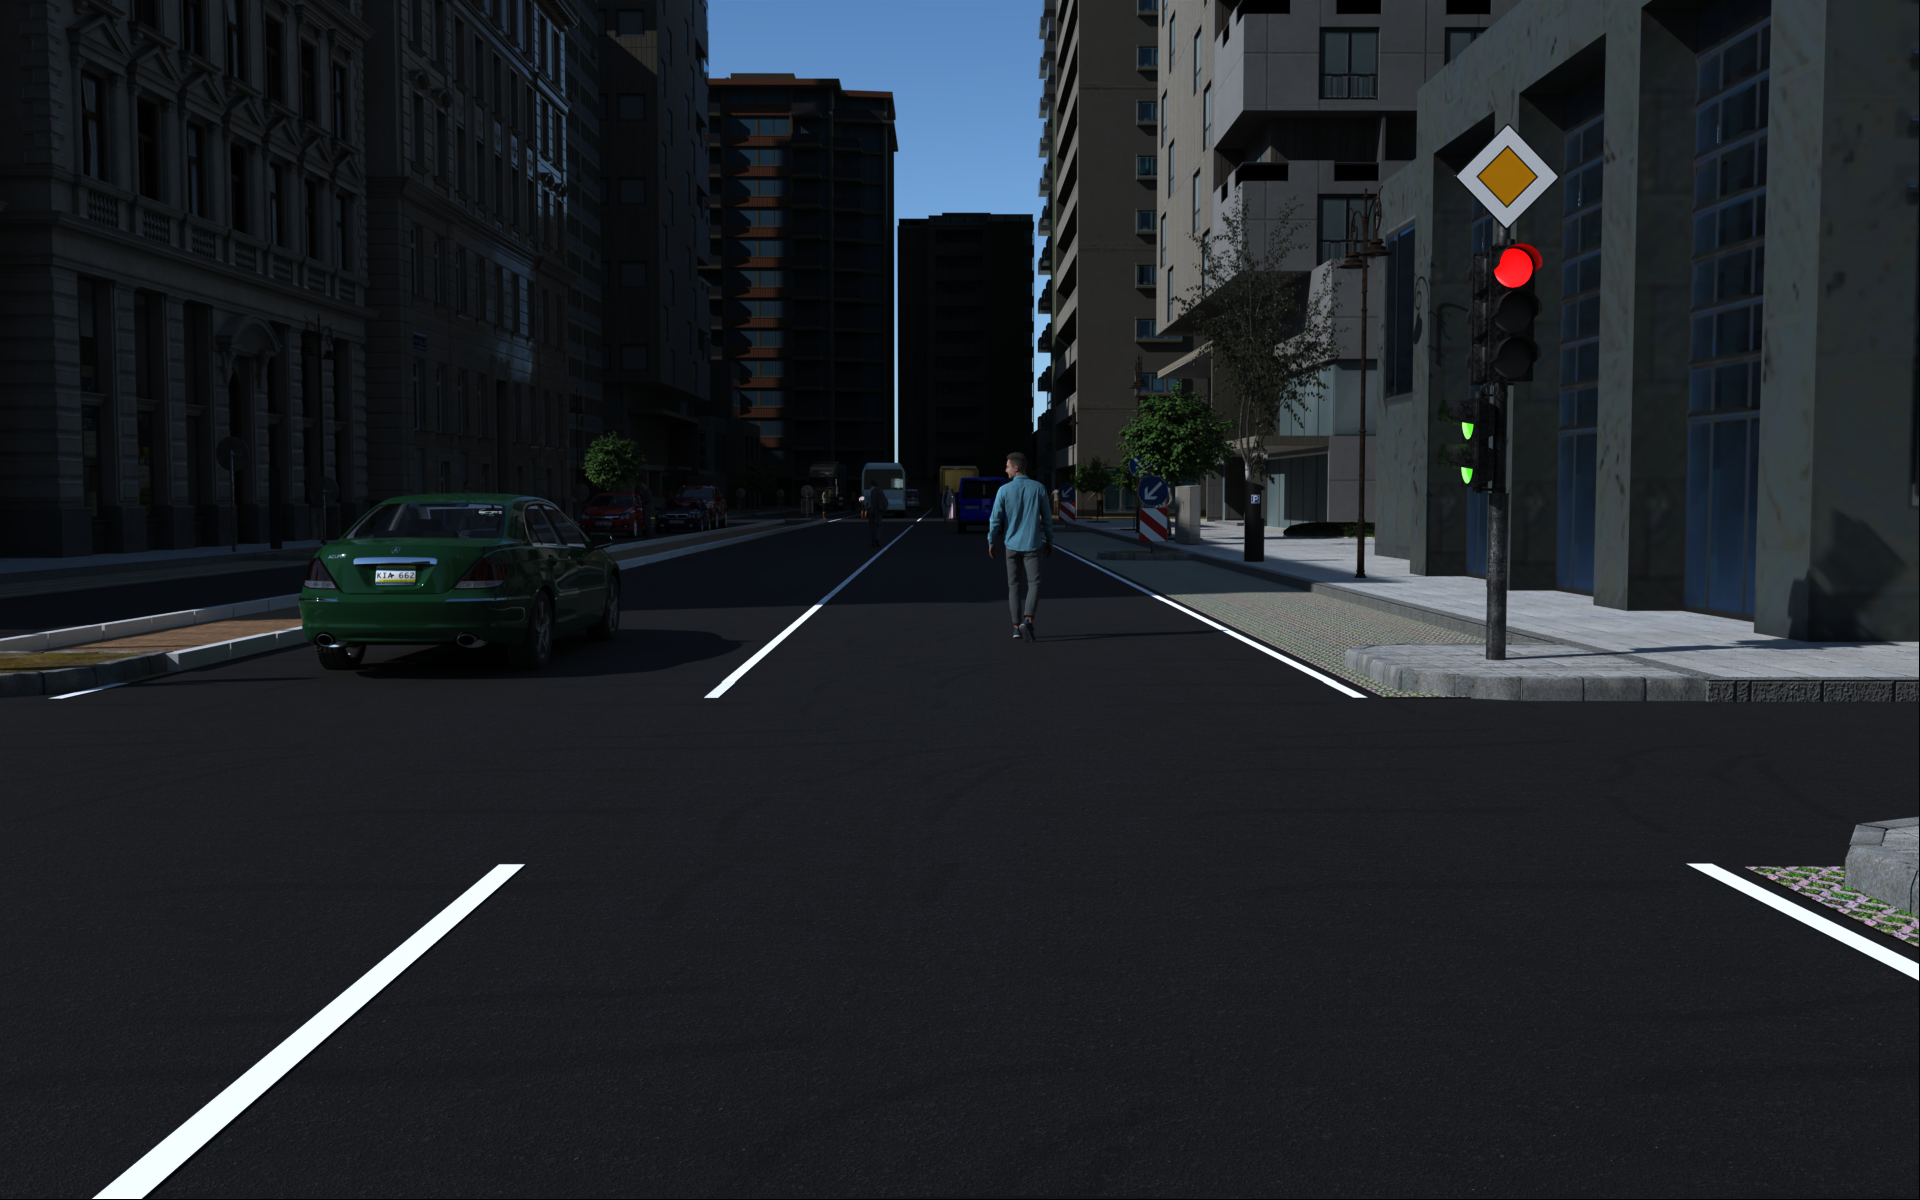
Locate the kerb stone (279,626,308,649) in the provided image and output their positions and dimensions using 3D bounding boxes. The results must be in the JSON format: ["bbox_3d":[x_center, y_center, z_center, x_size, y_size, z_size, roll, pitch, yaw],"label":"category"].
[{"bbox_3d":[-6.354,0.355,16.470,0.120,0.150,1.000,0,4,0],"label":"kerb stone"}]

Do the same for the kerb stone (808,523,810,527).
[{"bbox_3d":[-6.706,-3.227,74.949,0.120,0.150,1.000,0,4,0],"label":"kerb stone"}]

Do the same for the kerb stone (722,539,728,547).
[{"bbox_3d":[-6.534,-1.529,47.232,0.120,0.150,1.000,0,4,0],"label":"kerb stone"}]

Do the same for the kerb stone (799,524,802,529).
[{"bbox_3d":[-6.685,-2.972,70.840,0.120,0.150,1.000,0,4,0],"label":"kerb stone"}]

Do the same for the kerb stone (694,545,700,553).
[{"bbox_3d":[-6.513,-1.217,42.098,0.120,0.150,1.000,0,4,0],"label":"kerb stone"}]

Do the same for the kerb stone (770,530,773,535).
[{"bbox_3d":[-6.627,-2.284,59.559,0.120,0.150,1.000,0,4,0],"label":"kerb stone"}]

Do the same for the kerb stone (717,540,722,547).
[{"bbox_3d":[-6.540,-1.466,46.210,0.120,0.150,1.000,0,4,0],"label":"kerb stone"}]

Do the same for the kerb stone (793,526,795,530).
[{"bbox_3d":[-6.670,-2.787,67.760,0.120,0.150,1.000,0,4,0],"label":"kerb stone"}]

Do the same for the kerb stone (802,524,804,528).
[{"bbox_3d":[-6.682,-3.038,71.863,0.120,0.150,1.000,0,4,0],"label":"kerb stone"}]

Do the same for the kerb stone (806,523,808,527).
[{"bbox_3d":[-6.703,-3.164,73.923,0.120,0.150,1.000,0,4,0],"label":"kerb stone"}]

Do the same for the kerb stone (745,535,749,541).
[{"bbox_3d":[-6.568,-1.846,52.375,0.120,0.150,1.000,0,4,0],"label":"kerb stone"}]

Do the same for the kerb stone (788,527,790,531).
[{"bbox_3d":[-6.652,-2.660,65.701,0.120,0.150,1.000,0,4,0],"label":"kerb stone"}]

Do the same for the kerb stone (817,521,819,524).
[{"bbox_3d":[-6.742,-3.540,80.073,0.120,0.150,1.000,0,4,0],"label":"kerb stone"}]

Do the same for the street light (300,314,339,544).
[{"bbox_3d":[-16.485,-4.398,44.695,0.468,5.910,1.993,0,4,0],"label":"street light"}]

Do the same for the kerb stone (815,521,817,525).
[{"bbox_3d":[-6.732,-3.477,79.051,0.120,0.150,1.000,0,4,0],"label":"kerb stone"}]

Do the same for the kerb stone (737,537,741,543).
[{"bbox_3d":[-6.561,-1.721,50.326,0.120,0.150,1.000,0,4,0],"label":"kerb stone"}]

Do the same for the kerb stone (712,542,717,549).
[{"bbox_3d":[-6.527,-1.406,45.187,0.120,0.150,1.000,0,4,0],"label":"kerb stone"}]

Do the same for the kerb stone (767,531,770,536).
[{"bbox_3d":[-6.613,-2.221,58.534,0.120,0.150,1.000,0,4,0],"label":"kerb stone"}]

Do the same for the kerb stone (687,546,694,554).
[{"bbox_3d":[-6.506,-1.154,41.066,0.120,0.150,1.000,0,4,0],"label":"kerb stone"}]

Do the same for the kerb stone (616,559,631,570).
[{"bbox_3d":[-6.451,-0.653,32.870,0.120,0.150,1.000,0,4,0],"label":"kerb stone"}]

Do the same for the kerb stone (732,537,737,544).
[{"bbox_3d":[-6.547,-1.654,49.291,0.120,0.150,1.000,0,4,0],"label":"kerb stone"}]

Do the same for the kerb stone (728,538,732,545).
[{"bbox_3d":[-6.546,-1.594,48.256,0.120,0.150,1.000,0,4,0],"label":"kerb stone"}]

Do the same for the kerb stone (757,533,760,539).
[{"bbox_3d":[-6.587,-2.035,55.463,0.120,0.150,1.000,0,4,0],"label":"kerb stone"}]

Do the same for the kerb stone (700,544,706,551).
[{"bbox_3d":[-6.516,-1.280,43.125,0.120,0.150,1.000,0,4,0],"label":"kerb stone"}]

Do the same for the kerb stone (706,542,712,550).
[{"bbox_3d":[-6.519,-1.343,44.148,0.120,0.150,1.000,0,4,0],"label":"kerb stone"}]

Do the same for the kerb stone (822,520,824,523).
[{"bbox_3d":[-6.757,-3.727,83.139,0.120,0.150,1.000,0,4,0],"label":"kerb stone"}]

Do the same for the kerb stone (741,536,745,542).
[{"bbox_3d":[-6.560,-1.783,51.351,0.120,0.150,1.000,0,4,0],"label":"kerb stone"}]

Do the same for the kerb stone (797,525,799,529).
[{"bbox_3d":[-6.683,-2.912,69.805,0.120,0.150,1.000,0,4,0],"label":"kerb stone"}]

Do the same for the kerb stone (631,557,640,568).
[{"bbox_3d":[-6.457,-0.715,33.892,0.120,0.150,1.000,0,4,0],"label":"kerb stone"}]

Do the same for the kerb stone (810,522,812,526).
[{"bbox_3d":[-6.718,-3.289,75.974,0.120,0.150,1.000,0,4,0],"label":"kerb stone"}]

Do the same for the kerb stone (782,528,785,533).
[{"bbox_3d":[-6.646,-2.536,63.652,0.120,0.150,1.000,0,4,0],"label":"kerb stone"}]

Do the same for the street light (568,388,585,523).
[{"bbox_3d":[-16.722,-6.297,75.748,0.468,5.910,1.993,0,4,0],"label":"street light"}]

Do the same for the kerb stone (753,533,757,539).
[{"bbox_3d":[-6.582,-1.971,54.425,0.120,0.150,1.000,0,4,0],"label":"kerb stone"}]

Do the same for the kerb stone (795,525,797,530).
[{"bbox_3d":[-6.681,-2.847,68.783,0.120,0.150,1.000,0,4,0],"label":"kerb stone"}]

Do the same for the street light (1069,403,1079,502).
[{"bbox_3d":[5.756,-7.050,88.052,0.468,5.910,1.993,0,4,0],"label":"street light"}]

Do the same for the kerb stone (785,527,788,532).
[{"bbox_3d":[-6.634,-2.598,64.675,0.120,0.150,1.000,0,4,0],"label":"kerb stone"}]

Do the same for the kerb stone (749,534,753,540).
[{"bbox_3d":[-6.580,-1.908,53.399,0.120,0.150,1.000,0,4,0],"label":"kerb stone"}]

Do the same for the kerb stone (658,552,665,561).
[{"bbox_3d":[-6.483,-0.894,36.964,0.120,0.150,1.000,0,4,0],"label":"kerb stone"}]

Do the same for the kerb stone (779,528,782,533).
[{"bbox_3d":[-6.637,-2.471,62.630,0.120,0.150,1.000,0,4,0],"label":"kerb stone"}]

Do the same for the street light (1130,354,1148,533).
[{"bbox_3d":[5.886,-5.163,57.204,0.468,5.910,1.993,0,4,0],"label":"street light"}]

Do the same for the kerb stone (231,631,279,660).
[{"bbox_3d":[-6.353,0.413,15.447,0.120,0.150,1.000,0,4,0],"label":"kerb stone"}]

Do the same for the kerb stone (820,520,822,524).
[{"bbox_3d":[-6.754,-3.665,82.117,0.120,0.150,1.000,0,4,0],"label":"kerb stone"}]

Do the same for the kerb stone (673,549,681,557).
[{"bbox_3d":[-6.488,-1.028,39.020,0.120,0.150,1.000,0,4,0],"label":"kerb stone"}]

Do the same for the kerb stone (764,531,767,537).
[{"bbox_3d":[-6.610,-2.160,57.512,0.120,0.150,1.000,0,4,0],"label":"kerb stone"}]

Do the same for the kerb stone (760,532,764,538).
[{"bbox_3d":[-6.601,-2.097,56.488,0.120,0.150,1.000,0,4,0],"label":"kerb stone"}]

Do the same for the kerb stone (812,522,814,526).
[{"bbox_3d":[-6.724,-3.352,76.996,0.120,0.150,1.000,0,4,0],"label":"kerb stone"}]

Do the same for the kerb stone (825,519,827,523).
[{"bbox_3d":[-6.772,-3.849,85.207,0.120,0.150,1.000,0,4,0],"label":"kerb stone"}]

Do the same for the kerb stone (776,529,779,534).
[{"bbox_3d":[-6.634,-2.409,61.605,0.120,0.150,1.000,0,4,0],"label":"kerb stone"}]

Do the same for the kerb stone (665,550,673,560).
[{"bbox_3d":[-6.487,-0.965,37.986,0.120,0.150,1.000,0,4,0],"label":"kerb stone"}]

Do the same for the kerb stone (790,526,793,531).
[{"bbox_3d":[-6.656,-2.721,66.738,0.120,0.150,1.000,0,4,0],"label":"kerb stone"}]

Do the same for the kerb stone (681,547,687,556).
[{"bbox_3d":[-6.496,-1.092,40.044,0.120,0.150,1.000,0,4,0],"label":"kerb stone"}]

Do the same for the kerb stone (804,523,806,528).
[{"bbox_3d":[-6.692,-3.097,72.888,0.120,0.150,1.000,0,4,0],"label":"kerb stone"}]

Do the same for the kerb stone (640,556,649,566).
[{"bbox_3d":[-6.469,-0.778,34.914,0.120,0.150,1.000,0,4,0],"label":"kerb stone"}]

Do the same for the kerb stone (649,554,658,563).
[{"bbox_3d":[-6.469,-0.835,35.939,0.120,0.150,1.000,0,4,0],"label":"kerb stone"}]

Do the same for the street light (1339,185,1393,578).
[{"bbox_3d":[6.133,-3.275,26.337,0.468,5.910,1.993,0,4,0],"label":"street light"}]

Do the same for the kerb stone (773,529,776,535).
[{"bbox_3d":[-6.622,-2.343,60.582,0.120,0.150,1.000,0,4,0],"label":"kerb stone"}]
